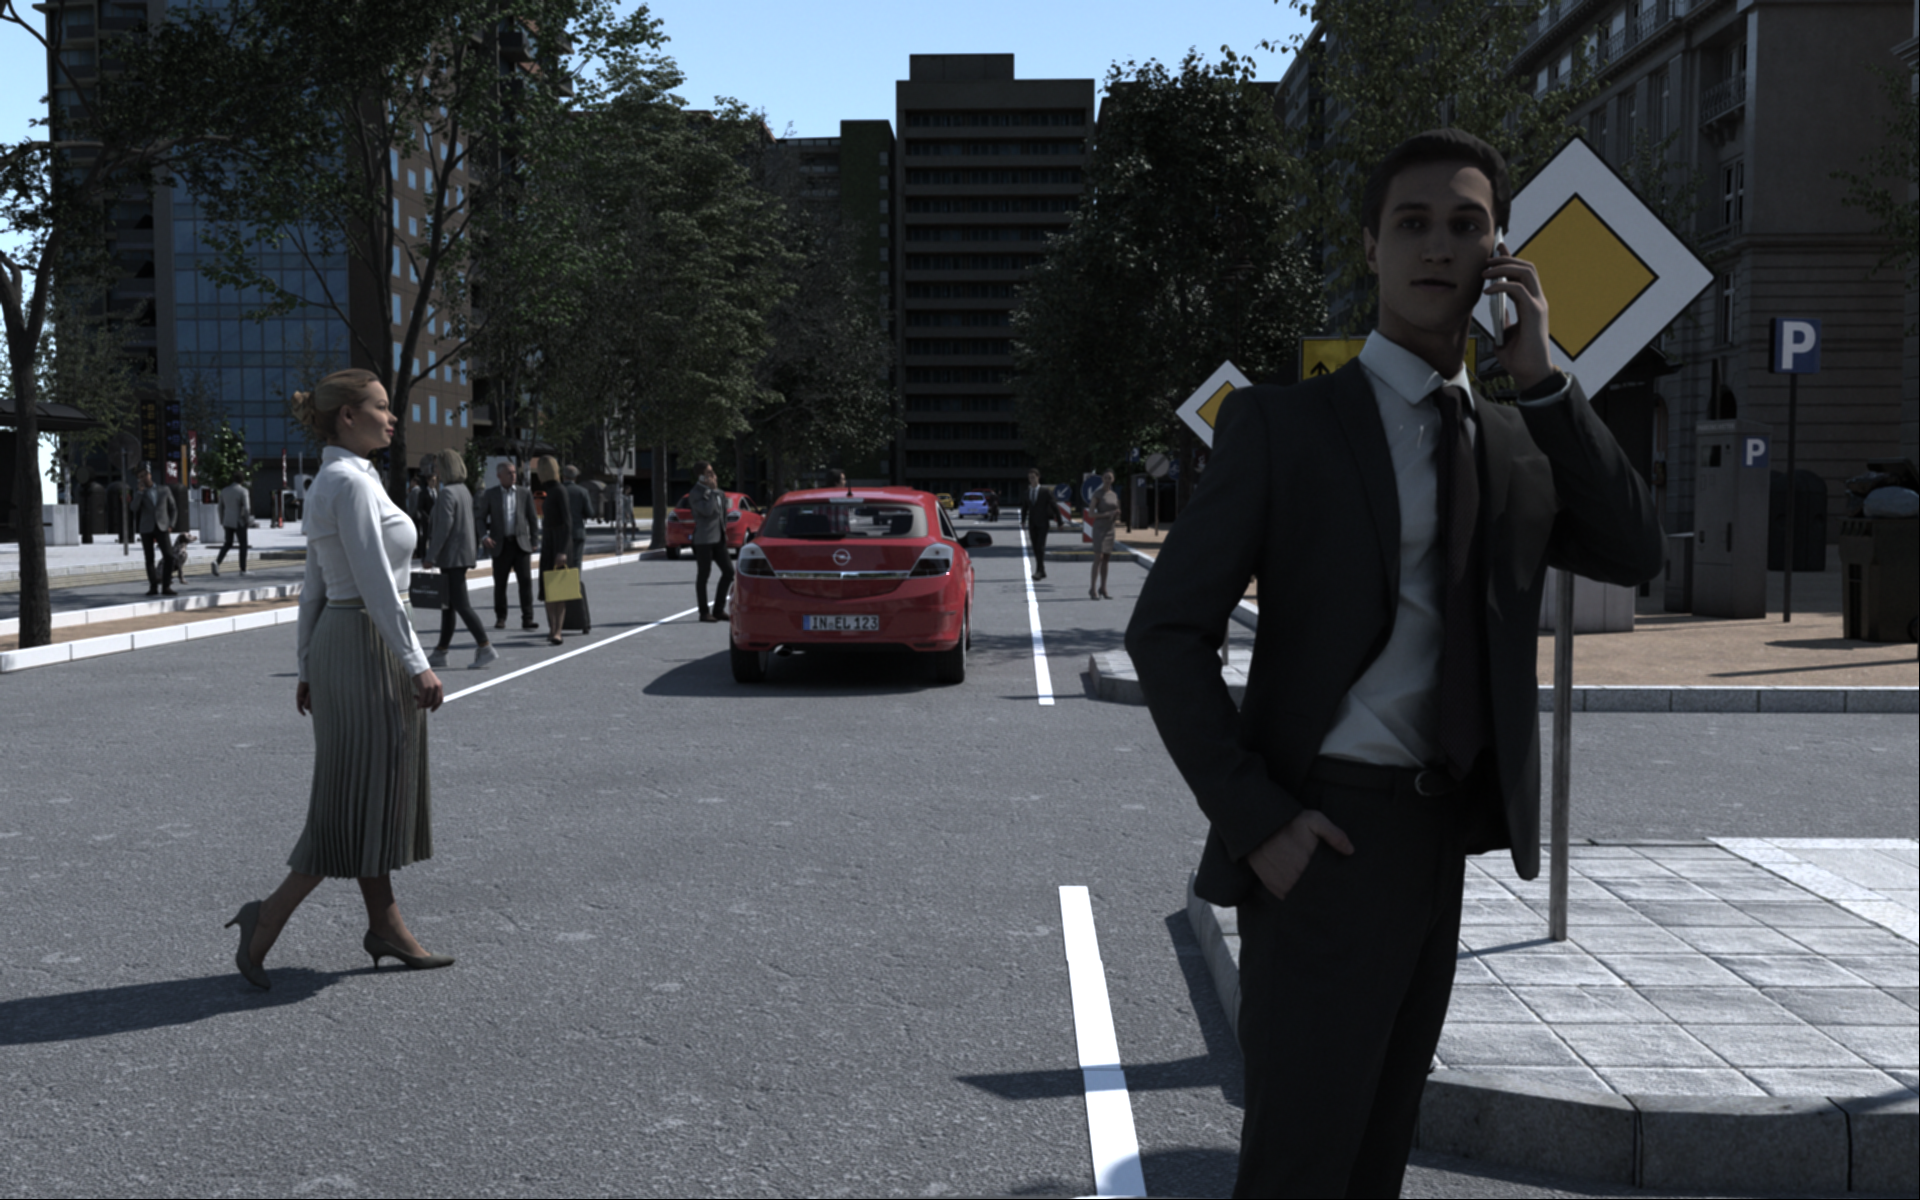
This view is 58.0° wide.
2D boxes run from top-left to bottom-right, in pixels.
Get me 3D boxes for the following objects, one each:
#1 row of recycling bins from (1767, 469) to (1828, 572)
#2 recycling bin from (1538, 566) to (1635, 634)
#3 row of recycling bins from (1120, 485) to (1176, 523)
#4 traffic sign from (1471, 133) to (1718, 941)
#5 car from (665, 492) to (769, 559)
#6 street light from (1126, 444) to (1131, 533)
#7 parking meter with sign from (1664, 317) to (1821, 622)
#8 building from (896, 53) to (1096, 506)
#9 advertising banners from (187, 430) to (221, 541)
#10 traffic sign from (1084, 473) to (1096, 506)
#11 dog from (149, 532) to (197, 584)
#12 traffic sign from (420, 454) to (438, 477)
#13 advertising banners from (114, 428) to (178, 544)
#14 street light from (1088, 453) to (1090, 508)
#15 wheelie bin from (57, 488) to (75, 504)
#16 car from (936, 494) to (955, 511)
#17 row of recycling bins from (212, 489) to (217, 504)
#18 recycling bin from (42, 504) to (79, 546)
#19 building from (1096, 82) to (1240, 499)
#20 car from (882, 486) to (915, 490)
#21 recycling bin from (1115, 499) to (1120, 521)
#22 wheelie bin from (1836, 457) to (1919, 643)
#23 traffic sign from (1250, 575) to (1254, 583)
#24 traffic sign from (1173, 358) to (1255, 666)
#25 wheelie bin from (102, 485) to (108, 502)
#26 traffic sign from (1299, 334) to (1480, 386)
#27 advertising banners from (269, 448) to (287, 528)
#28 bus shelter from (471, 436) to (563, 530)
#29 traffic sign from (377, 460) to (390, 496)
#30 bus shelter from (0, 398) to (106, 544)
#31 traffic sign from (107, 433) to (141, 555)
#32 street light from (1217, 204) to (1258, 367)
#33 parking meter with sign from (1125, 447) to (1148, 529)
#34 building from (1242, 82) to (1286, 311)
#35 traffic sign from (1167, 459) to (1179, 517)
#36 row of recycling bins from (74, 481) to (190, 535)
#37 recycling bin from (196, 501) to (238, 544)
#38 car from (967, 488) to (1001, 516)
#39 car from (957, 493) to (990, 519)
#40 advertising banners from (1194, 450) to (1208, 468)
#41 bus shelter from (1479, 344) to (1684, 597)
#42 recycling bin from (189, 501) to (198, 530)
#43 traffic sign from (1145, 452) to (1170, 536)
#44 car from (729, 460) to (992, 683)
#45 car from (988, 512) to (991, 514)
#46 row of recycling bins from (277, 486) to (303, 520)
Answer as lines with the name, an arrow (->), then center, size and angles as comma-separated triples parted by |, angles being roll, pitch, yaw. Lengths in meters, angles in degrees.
row of recycling bins -> 13.997, -1.414, 30.235 | 1.069, 1.692, 3.534 | 0, 4, 2
recycling bin -> 5.838, -0.229, 16.303 | 0.722, 1.027, 0.722 | -1, 4, -17
row of recycling bins -> 8.965, -4.352, 78.262 | 3.534, 1.692, 1.069 | -1, 4, -17
traffic sign -> 1.720, -0.079, 4.928 | 0.795, 2.450, 0.064 | 0, 4, 2
car -> -5.463, -1.860, 39.448 | 2.155, 1.783, 4.494 | 0, 4, 3
street light -> 5.597, -5.167, 57.275 | 0.468, 5.910, 1.993 | 0, 4, 2
parking meter with sign -> 8.050, -1.332, 18.032 | 0.543, 3.016, 1.738 | -1, 4, -16
building -> 4.064, -34.932, 194.846 | 21.600, 48.544, 21.300 | 0, 4, 2
advertising banners -> -20.951, -3.180, 48.176 | 0.090, 3.025, 2.074 | 0, 4, 2
traffic sign -> 6.309, -5.020, 84.213 | 0.606, 2.300, 0.079 | 1, 4, 11
dog -> -12.692, -0.664, 27.687 | 0.800, 0.831, 0.513 | 1, 4, 14
traffic sign -> -16.628, -3.325, 54.466 | 0.768, 2.556, 0.104 | 0, 4, 8
advertising banners -> -21.248, -3.008, 45.375 | 0.090, 3.025, 2.074 | 2, 4, 26
street light -> 6.480, -6.958, 86.545 | 0.468, 5.910, 1.993 | 0, 4, 2
wheelie bin -> -31.264, -3.231, 60.734 | 0.693, 1.594, 0.980 | -2, 4, -28
car -> -1.433, -8.427, 148.000 | 2.015, 1.641, 3.980 | 0, 4, 1
row of recycling bins -> -33.805, -4.484, 80.428 | 1.069, 1.692, 3.534 | -3, 5, -42
recycling bin -> -22.321, -1.851, 42.816 | 0.722, 1.027, 0.722 | 2, 4, 30
building -> 22.388, -33.114, 191.527 | 14.200, 45.320, 14.600 | 0, 4, 2
car -> -2.868, -4.415, 80.862 | 2.281, 1.827, 5.304 | 0, 4, 4
recycling bin -> 7.375, -4.341, 83.532 | 0.722, 1.027, 0.722 | -2, 4, -27
wheelie bin -> 8.105, -0.441, 15.126 | 0.693, 1.594, 0.980 | 0, 4, -2
traffic sign -> 4.218, -1.521, 24.974 | 0.768, 2.556, 0.104 | 1, 4, 10
traffic sign -> 1.981, -0.567, 12.909 | 0.795, 2.450, 0.064 | 0, 4, 2
wheelie bin -> -30.946, -3.359, 62.833 | 0.980, 1.594, 0.693 | 0, 4, 7
traffic sign -> 5.491, -1.738, 22.286 | 2.265, 3.308, 0.079 | 0, 4, 5
advertising banners -> -25.720, -4.234, 65.411 | 0.090, 3.025, 2.074 | 0, 4, -4
bus shelter -> -16.244, -4.255, 63.486 | 2.014, 3.302, 5.546 | 0, 4, 2
traffic sign -> -20.316, -3.750, 61.412 | 0.768, 2.556, 0.104 | 1, 4, 11
bus shelter -> -20.134, -2.572, 35.975 | 2.014, 3.302, 5.546 | 0, 4, 2
traffic sign -> -17.433, -2.203, 36.132 | 0.768, 2.556, 0.104 | 1, 4, 9
street light -> 4.464, -3.378, 28.014 | 0.468, 5.910, 1.993 | 0, 4, 2
parking meter with sign -> 6.553, -4.126, 63.713 | 0.543, 3.016, 1.738 | -1, 4, -9
building -> 36.598, -33.119, 191.605 | 14.200, 45.320, 14.600 | 0, 4, 2
traffic sign -> 7.879, -3.834, 62.793 | 0.768, 2.556, 0.104 | 0, 4, 5
row of recycling bins -> -26.707, -2.990, 55.999 | 1.069, 1.692, 3.534 | 3, 5, 40
recycling bin -> -19.276, -1.989, 45.070 | 0.722, 1.027, 0.722 | 3, 4, 38
car -> 1.561, -6.580, 116.261 | 2.281, 1.827, 5.304 | 0, 4, 3
car -> 0.791, -5.563, 100.549 | 1.945, 1.707, 3.694 | 0, 4, 1
advertising banners -> 10.329, -4.437, 68.730 | 2.074, 3.025, 0.090 | 1, 4, 8
bus shelter -> 7.921, -1.841, 24.016 | 2.014, 3.302, 5.546 | 0, 4, 2
recycling bin -> -27.485, -3.034, 62.156 | 0.722, 1.027, 0.722 | 0, 4, -7
traffic sign -> 6.046, -3.245, 53.163 | 0.768, 2.556, 0.104 | 0, 4, 3
car -> -0.807, -0.342, 14.635 | 2.155, 1.783, 4.494 | 0, 4, 1
car -> 1.470, -7.155, 128.786 | 2.131, 1.459, 4.920 | 0, 4, 1
row of recycling bins -> -32.422, -4.880, 86.901 | 3.534, 1.692, 1.069 | -1, 4, -16
